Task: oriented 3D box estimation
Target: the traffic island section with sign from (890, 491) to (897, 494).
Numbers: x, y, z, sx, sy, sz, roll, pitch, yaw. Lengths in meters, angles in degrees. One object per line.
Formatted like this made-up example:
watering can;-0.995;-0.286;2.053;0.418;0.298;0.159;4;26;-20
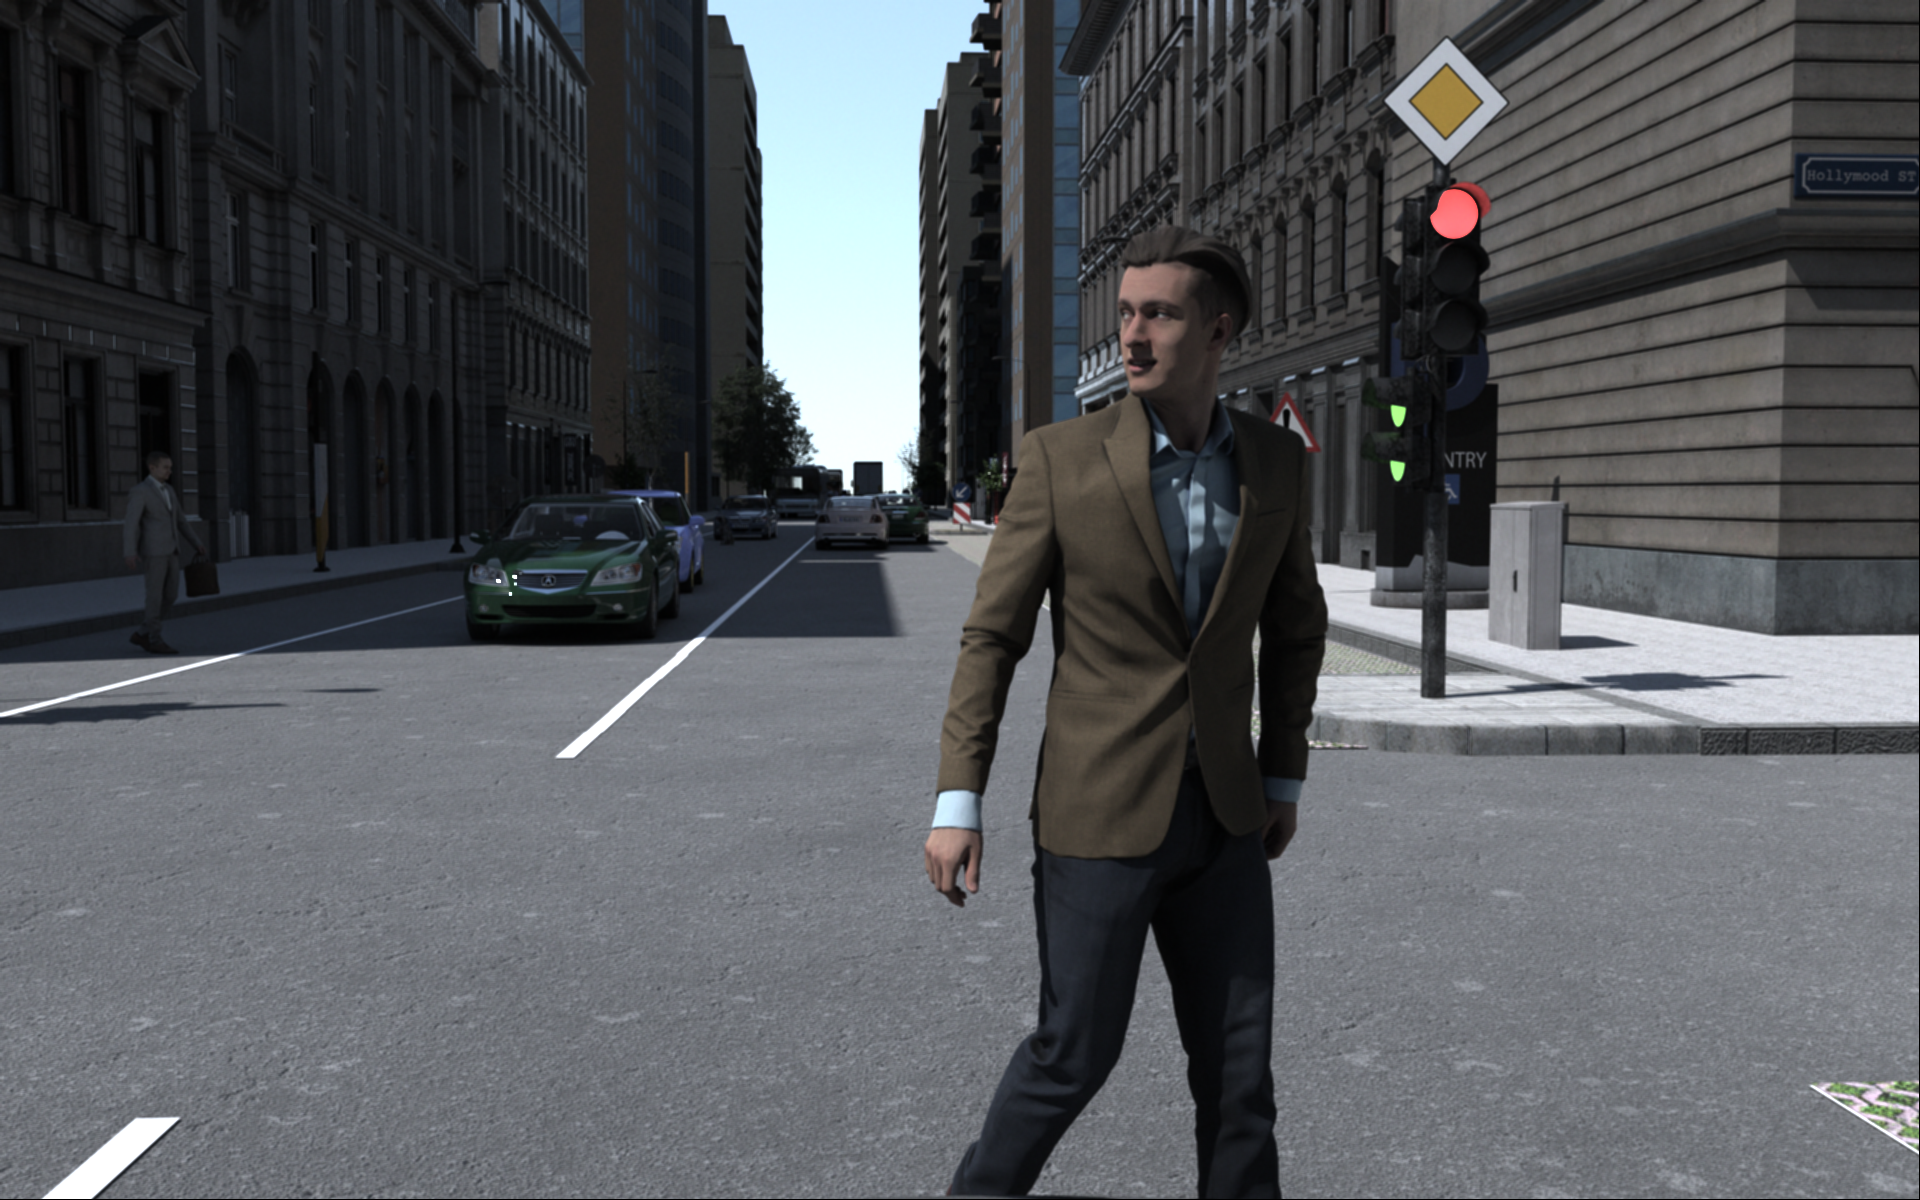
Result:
traffic island section with sign;-4.393;-7.896;137.724;1.989;1.847;2.006;0;4;-3

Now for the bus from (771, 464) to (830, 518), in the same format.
bus;-9.566;-6.784;105.776;2.948;3.499;13.247;0;4;-2

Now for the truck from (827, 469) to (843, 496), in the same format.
truck;-14.758;-12.821;198.544;2.839;4.237;11.283;0;4;-3

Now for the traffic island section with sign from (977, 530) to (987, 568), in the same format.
traffic island section with sign;1.427;-1.513;33.361;1.989;1.847;2.006;0;4;-3

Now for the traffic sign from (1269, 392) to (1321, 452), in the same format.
traffic sign;4.159;-1.354;22.141;0.884;2.594;0.081;0;4;3

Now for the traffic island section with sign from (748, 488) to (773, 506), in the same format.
traffic island section with sign;-13.052;-6.175;109.583;1.989;1.847;2.006;0;4;-3

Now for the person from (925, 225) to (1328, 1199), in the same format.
person;0.266;0.344;2.781;0.836;1.842;0.656;3;5;41

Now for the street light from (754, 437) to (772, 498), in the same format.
street light;-16.307;-10.373;142.139;1.470;5.913;1.316;0;4;-3

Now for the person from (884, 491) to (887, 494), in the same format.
person;-8.999;-12.461;212.108;0.599;1.838;0.709;1;4;21

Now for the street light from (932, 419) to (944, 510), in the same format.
street light;-0.959;-8.254;107.501;1.470;5.913;1.316;0;4;-3

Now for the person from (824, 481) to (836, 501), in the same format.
person;-3.881;-2.678;52.386;0.778;1.811;0.616;1;4;20

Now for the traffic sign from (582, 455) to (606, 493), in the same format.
traffic sign;-11.770;-3.402;55.731;0.768;2.556;0.104;0;4;3

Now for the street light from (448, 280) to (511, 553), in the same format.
street light;-10.440;-3.984;37.675;1.470;5.913;1.316;0;4;-3

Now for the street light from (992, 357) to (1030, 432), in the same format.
street light;1.789;-5.274;58.766;1.470;5.913;1.316;0;4;-3

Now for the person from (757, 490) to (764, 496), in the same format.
person;-10.333;-4.880;89.762;0.593;1.643;0.415;2;4;24

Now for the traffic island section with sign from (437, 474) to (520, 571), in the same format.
traffic island section with sign;-8.790;-1.501;33.168;1.989;1.847;2.006;0;4;-3

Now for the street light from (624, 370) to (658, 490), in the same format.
street light;-11.986;-5.645;64.832;1.470;5.913;1.316;0;4;-3

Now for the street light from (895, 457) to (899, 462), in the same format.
street light;-7.066;-15.002;217.815;1.470;5.913;1.316;0;4;-3

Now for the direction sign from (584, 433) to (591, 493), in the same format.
direction sign;-13.973;-4.464;64.979;0.379;3.537;0.876;-2;4;-26

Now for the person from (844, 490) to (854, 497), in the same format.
person;-8.190;-7.238;127.557;1.217;1.743;0.721;-1;4;-10

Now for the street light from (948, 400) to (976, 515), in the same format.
street light;0.198;-6.935;85.920;1.470;5.913;1.316;0;4;-3

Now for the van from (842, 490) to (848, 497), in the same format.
van;-16.255;-14.226;236.985;2.240;2.365;5.245;0;4;-2

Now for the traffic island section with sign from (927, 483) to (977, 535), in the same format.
traffic island section with sign;-0.097;-3.184;60.688;1.989;1.847;2.006;0;4;-3

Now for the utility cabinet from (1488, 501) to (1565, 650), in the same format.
utility cabinet;4.786;-0.217;14.702;0.306;1.237;1.020;0;4;-1

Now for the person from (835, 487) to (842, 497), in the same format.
person;-6.860;-5.461;97.650;0.599;1.838;0.709;2;4;31

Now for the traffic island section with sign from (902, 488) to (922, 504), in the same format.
traffic island section with sign;-2.833;-6.184;109.729;1.989;1.847;2.006;0;4;-3

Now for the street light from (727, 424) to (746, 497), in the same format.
street light;-14.854;-8.701;114.801;1.470;5.913;1.316;0;4;-3

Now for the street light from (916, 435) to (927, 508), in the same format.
street light;-2.455;-9.949;135.206;1.470;5.913;1.316;0;4;-3

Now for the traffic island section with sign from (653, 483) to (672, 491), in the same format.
traffic island section with sign;-10.302;-3.147;60.081;1.989;1.847;2.006;0;4;-3

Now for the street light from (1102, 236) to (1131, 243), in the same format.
street light;3.244;-3.597;31.353;1.470;5.913;1.316;0;4;-3

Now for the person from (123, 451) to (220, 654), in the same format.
person;-7.163;-0.424;15.550;0.853;1.813;0.709;1;4;10

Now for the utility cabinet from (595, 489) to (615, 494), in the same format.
utility cabinet;-14.731;-3.868;71.919;0.318;1.500;1.173;1;4;18

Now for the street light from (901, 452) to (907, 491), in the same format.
street light;-5.566;-13.332;190.517;1.470;5.913;1.316;0;4;-3

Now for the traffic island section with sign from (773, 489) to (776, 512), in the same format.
traffic island section with sign;-14.600;-7.862;137.167;1.989;1.847;2.006;0;4;-3

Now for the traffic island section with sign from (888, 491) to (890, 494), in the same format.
traffic island section with sign;-7.488;-11.285;193.130;1.989;1.847;2.006;0;4;-3

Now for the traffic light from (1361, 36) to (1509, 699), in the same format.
traffic light;2.965;-1.339;10.811;0.839;4.253;0.868;0;4;-3

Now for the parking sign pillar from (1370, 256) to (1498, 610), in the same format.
parking sign pillar;5.454;-1.915;19.782;1.447;3.967;1.447;-1;4;-14

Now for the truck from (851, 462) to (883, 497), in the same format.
truck;-8.272;-10.142;154.731;2.839;4.237;11.283;0;4;-4

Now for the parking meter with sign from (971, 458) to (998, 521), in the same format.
parking meter with sign;1.140;-5.374;84.132;0.543;3.016;1.738;-2;4;-33

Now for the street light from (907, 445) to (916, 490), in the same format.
street light;-4.018;-11.610;162.361;1.470;5.913;1.316;0;4;-3

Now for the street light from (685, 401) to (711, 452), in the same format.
street light;-13.113;-6.968;86.468;1.470;5.913;1.316;0;4;-3
